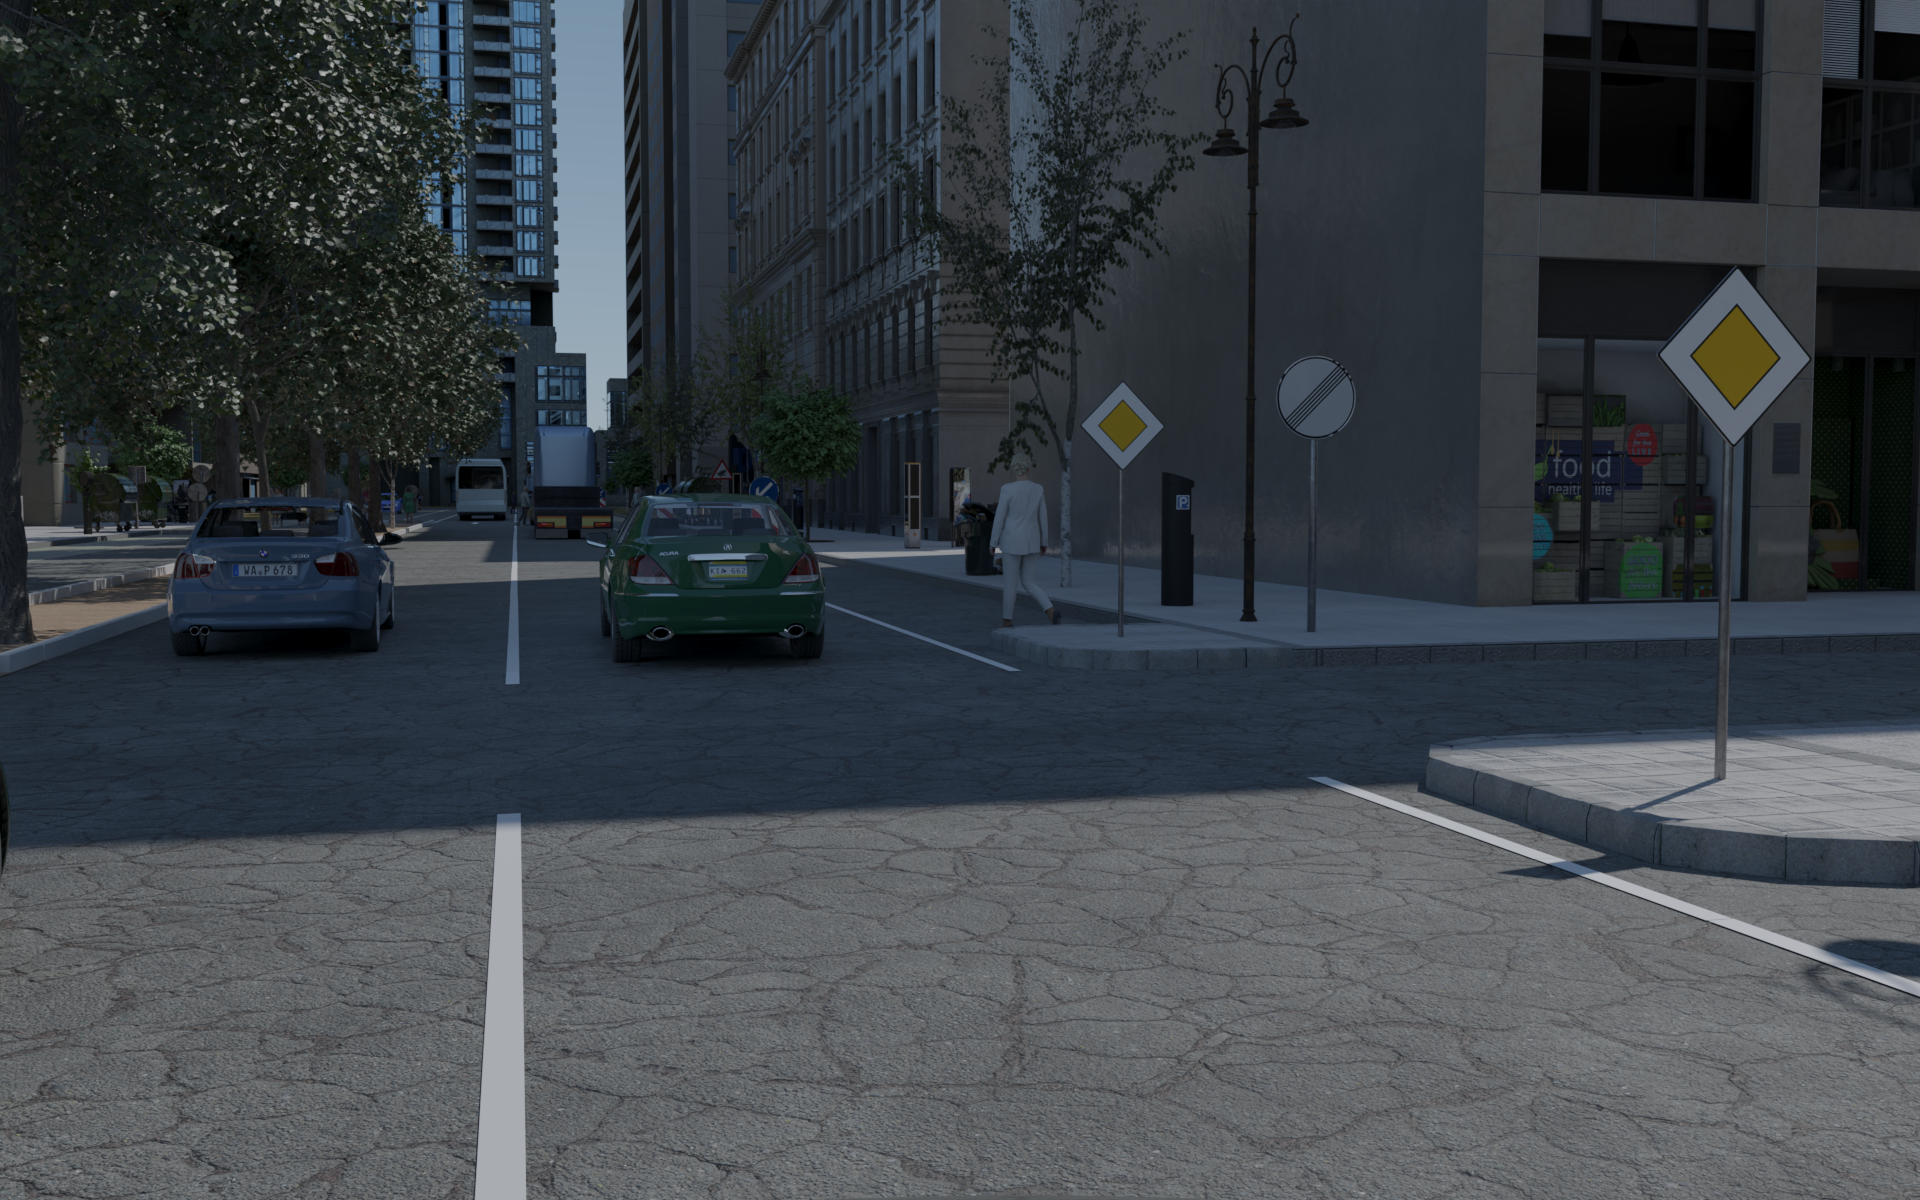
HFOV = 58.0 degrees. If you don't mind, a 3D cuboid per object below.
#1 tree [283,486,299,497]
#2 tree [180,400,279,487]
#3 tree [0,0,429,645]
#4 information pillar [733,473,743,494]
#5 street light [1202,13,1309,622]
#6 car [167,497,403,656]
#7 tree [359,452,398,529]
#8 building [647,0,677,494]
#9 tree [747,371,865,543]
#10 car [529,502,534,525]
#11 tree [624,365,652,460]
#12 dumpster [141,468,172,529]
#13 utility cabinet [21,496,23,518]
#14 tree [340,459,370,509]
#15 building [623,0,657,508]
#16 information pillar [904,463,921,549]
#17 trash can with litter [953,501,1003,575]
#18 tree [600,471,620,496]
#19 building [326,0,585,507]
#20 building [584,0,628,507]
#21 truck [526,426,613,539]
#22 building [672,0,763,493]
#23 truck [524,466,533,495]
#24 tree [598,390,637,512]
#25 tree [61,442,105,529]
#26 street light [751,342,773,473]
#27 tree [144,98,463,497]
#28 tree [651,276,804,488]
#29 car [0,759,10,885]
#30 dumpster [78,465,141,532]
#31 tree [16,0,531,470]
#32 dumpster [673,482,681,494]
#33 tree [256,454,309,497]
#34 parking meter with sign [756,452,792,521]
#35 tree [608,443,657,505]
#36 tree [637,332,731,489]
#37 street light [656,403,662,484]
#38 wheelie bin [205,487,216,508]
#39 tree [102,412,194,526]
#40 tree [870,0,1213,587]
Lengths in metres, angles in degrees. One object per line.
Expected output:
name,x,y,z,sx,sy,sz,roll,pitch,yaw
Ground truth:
tree,-43.482,-9.952,113.075,4.737,8.622,4.395,0,3,0
tree,-37.321,-8.417,87.980,4.737,8.622,4.395,0,3,0
tree,-9.302,-6.556,16.295,9.857,13.997,8.962,0,3,0
information pillar,-7.819,-3.457,61.019,0.304,2.012,0.304,0,4,6
street light,2.912,-2.723,17.301,0.468,5.910,1.993,-1,4,-14
car,-6.471,-0.292,16.776,2.014,1.417,4.499,-1,4,-15
tree,-23.431,-7.247,71.302,4.360,8.622,3.978,0,3,0
building,-16.299,-29.522,132.797,14.600,45.320,14.200,-1,4,-14
tree,-4.089,-3.838,46.473,4.285,4.588,4.351,0,3,0
car,-19.086,-4.209,80.617,2.131,1.459,4.920,-1,4,-14
tree,-16.192,-8.776,93.847,4.737,8.622,4.395,0,3,0
dumpster,-30.243,-3.782,64.331,1.502,2.255,1.985,-1,4,-14
utility cabinet,-30.334,-2.680,54.979,1.020,1.237,0.306,-1,4,-18
tree,-52.368,-10.226,150.915,4.285,4.588,4.351,0,3,0
building,-17.825,-32.288,151.605,21.300,48.544,21.600,-1,4,-14
information pillar,-1.120,-2.214,40.688,0.304,2.012,0.304,-2,4,-23
trash can with litter,0.454,-0.987,27.530,1.055,1.170,0.624,-3,5,-42
tree,-29.559,-9.333,147.199,1.663,3.219,1.824,0,3,0
building,-55.064,-52.948,178.379,31.000,86.520,22.319,-1,4,-14
building,-24.094,-53.401,185.769,31.000,86.520,22.319,-1,4,-14
truck,-14.380,-4.508,63.457,2.967,4.110,18.799,-1,4,-14
building,-8.068,-34.900,112.612,21.231,58.520,28.212,-1,4,-14
truck,-37.234,-10.023,153.637,2.967,4.110,18.799,-1,4,-14
tree,-23.526,-10.520,122.371,4.360,8.622,3.978,0,3,0
tree,-32.402,-4.268,64.383,1.663,3.219,1.824,0,3,0
street light,-6.047,-4.898,52.875,0.468,5.910,1.993,-1,4,-14
tree,-14.524,-6.077,36.232,8.767,10.594,7.601,-1,4,-14
tree,-6.906,-6.564,57.687,4.737,8.622,4.395,0,3,0
car,-3.465,0.372,3.703,2.009,1.686,4.222,-1,4,-13
dumpster,-28.886,-3.438,58.701,1.502,2.255,1.985,-1,4,-14
tree,-11.893,-6.630,27.870,9.611,12.733,9.660,0,3,0
dumpster,-11.637,-4.208,74.566,1.264,1.857,1.865,-1,4,-14
tree,-41.052,-7.450,105.525,4.285,4.588,4.351,0,3,0
parking meter with sign,-7.057,-4.268,66.049,0.543,3.016,1.738,2,4,28
tree,-20.815,-7.768,110.727,4.285,4.588,4.351,0,3,0
tree,-12.372,-7.824,78.292,4.360,8.622,3.978,0,3,0
street light,-15.257,-7.070,88.385,0.468,5.910,1.993,-1,4,-14
wheelie bin,-34.428,-4.397,79.799,0.693,1.594,0.980,-2,4,-26
tree,-32.750,-5.275,69.965,4.285,4.588,4.351,0,3,0
tree,1.228,-4.484,23.675,4.360,8.622,3.978,0,3,0
